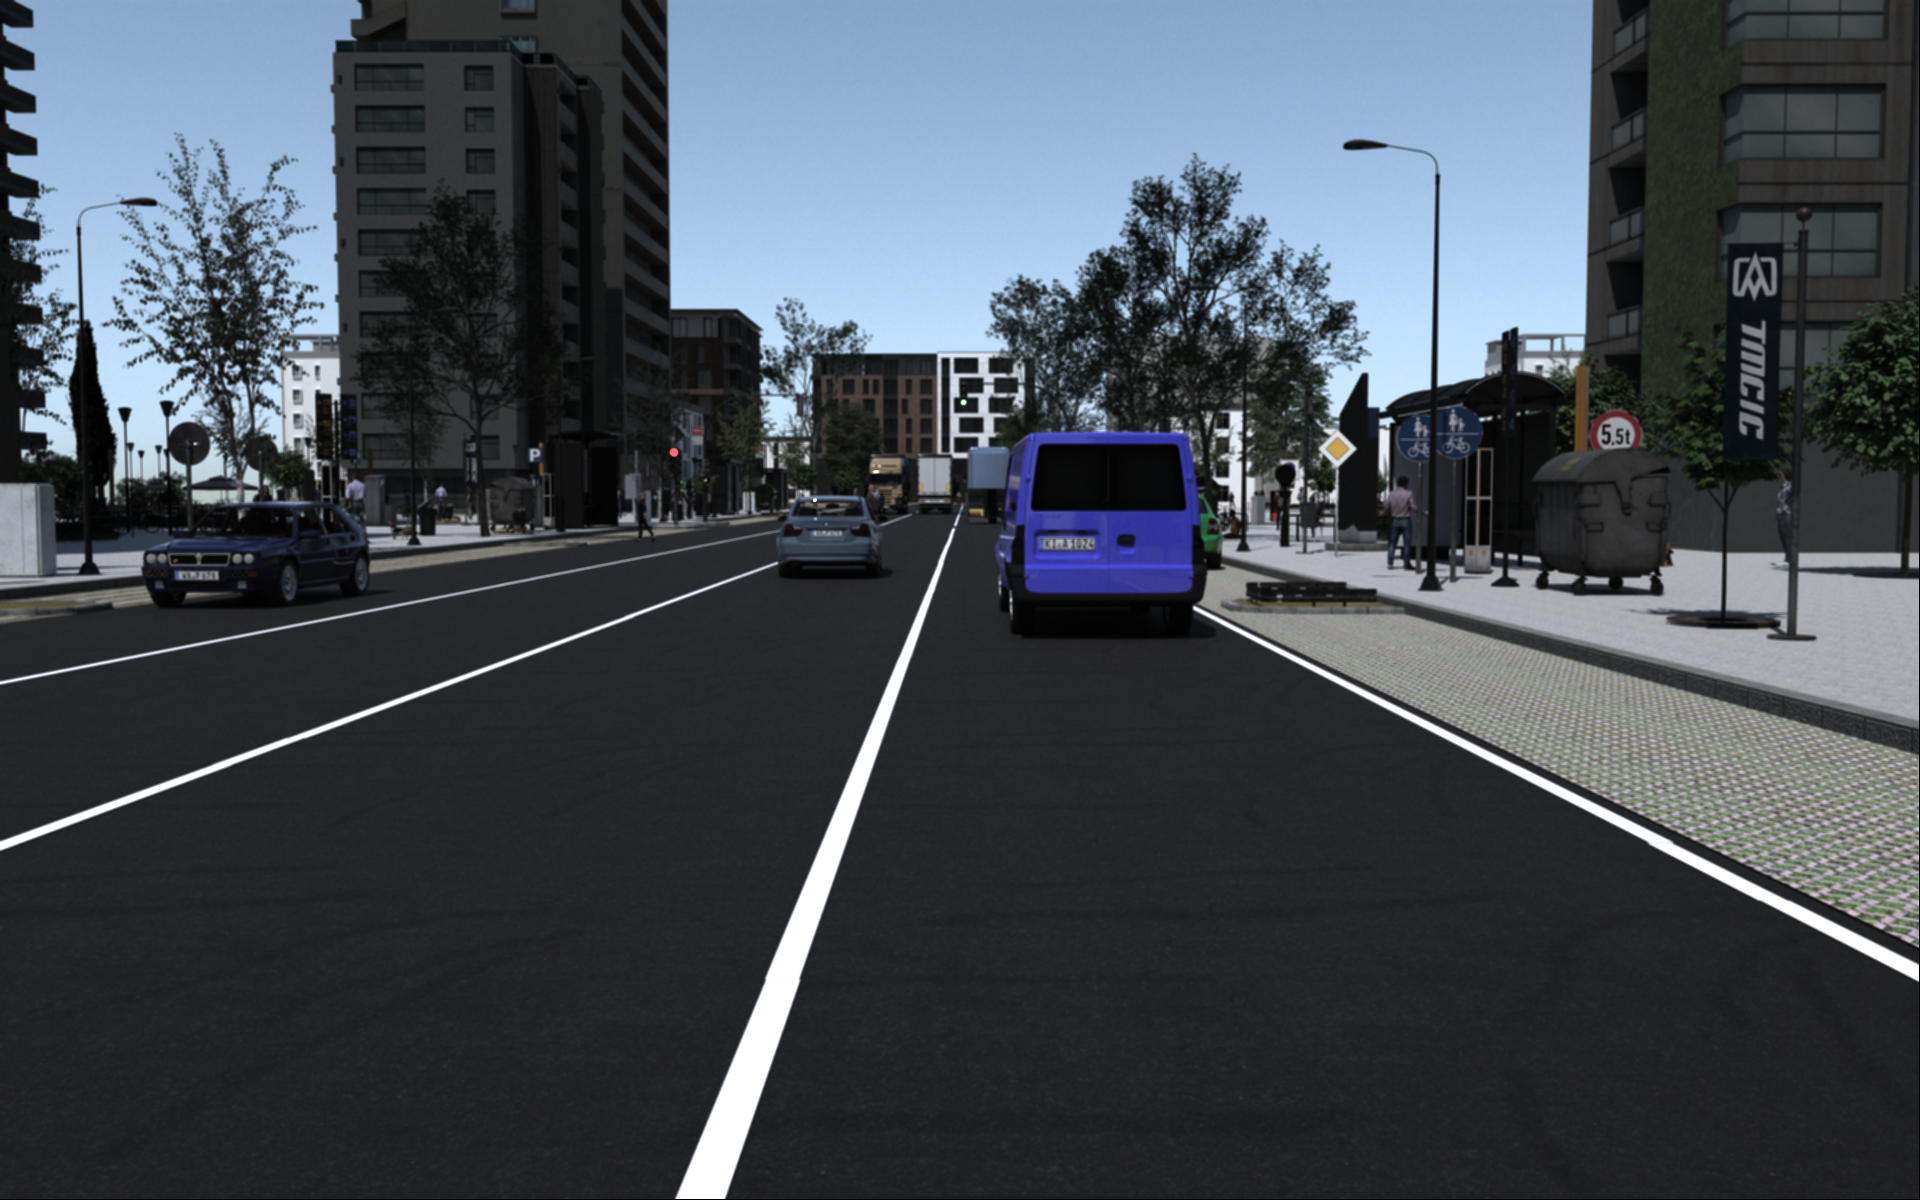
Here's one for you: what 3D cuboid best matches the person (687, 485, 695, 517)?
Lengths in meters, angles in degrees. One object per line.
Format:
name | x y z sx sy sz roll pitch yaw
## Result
person | -14.956 -5.499 96.397 0.683 1.767 0.568 3 4 37

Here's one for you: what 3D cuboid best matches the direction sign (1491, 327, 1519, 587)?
direction sign | 7.585 -1.957 23.994 0.379 3.537 0.876 0 4 6

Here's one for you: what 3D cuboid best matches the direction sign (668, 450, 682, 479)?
direction sign | -14.801 -5.994 90.005 0.876 3.537 0.379 2 4 25

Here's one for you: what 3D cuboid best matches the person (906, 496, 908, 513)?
person | -4.281 -7.554 134.467 0.523 1.526 0.387 0 4 -7

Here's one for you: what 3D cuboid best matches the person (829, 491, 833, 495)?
person | -16.210 -12.925 218.282 0.541 1.710 0.530 2 4 35

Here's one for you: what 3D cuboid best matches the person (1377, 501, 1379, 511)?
person | 14.111 -3.094 59.000 0.546 1.535 0.453 3 4 38

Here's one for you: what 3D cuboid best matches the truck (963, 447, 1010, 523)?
truck | 1.614 -6.294 92.670 2.967 4.110 18.799 0 4 0

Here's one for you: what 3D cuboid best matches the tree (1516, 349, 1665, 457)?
tree | 14.281 -3.417 39.578 4.285 4.588 4.351 0 3 0

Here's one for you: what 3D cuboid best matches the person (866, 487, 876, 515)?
person | -4.020 -4.249 78.517 0.434 1.755 0.990 -2 4 -23

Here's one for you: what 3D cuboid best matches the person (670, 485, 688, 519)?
person | -14.200 -4.954 87.600 0.990 1.755 0.434 -1 4 -21

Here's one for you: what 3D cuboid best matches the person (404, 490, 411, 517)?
person | -30.649 -5.377 96.327 0.453 1.535 0.546 1 4 18

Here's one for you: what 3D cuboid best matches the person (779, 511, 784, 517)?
person | -9.403 -4.417 91.194 0.357 0.543 0.381 0 4 -5

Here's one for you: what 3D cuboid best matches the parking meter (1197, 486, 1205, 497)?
parking meter | 7.806 -2.917 56.108 0.372 1.533 0.369 0 3 0

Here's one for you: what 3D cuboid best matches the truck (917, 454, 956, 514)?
truck | -1.768 -8.466 127.338 2.839 4.237 11.283 0 4 0

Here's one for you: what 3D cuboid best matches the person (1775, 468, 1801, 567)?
person | 14.672 -1.464 30.697 0.376 1.734 0.841 2 4 24

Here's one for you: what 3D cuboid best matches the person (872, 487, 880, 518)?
person | -5.219 -5.881 104.519 0.709 1.838 0.599 2 4 33

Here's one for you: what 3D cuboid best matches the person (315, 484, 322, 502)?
person | -30.054 -4.568 81.459 0.841 1.734 0.376 -2 4 -26

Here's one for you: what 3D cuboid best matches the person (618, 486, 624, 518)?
person | -17.966 -5.136 90.837 0.655 1.722 0.431 2 4 28

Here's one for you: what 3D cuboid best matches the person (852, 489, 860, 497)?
person | -6.138 -5.621 100.957 0.434 1.755 0.990 3 5 41

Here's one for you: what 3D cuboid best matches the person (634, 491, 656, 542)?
person | -9.480 -2.506 52.020 0.613 1.512 0.480 -2 4 -31

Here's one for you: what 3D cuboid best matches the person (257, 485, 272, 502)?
person | -17.545 -2.144 43.639 0.613 1.512 0.480 2 4 26

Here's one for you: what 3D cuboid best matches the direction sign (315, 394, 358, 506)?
direction sign | -14.119 -2.892 39.288 0.876 3.537 0.379 -1 4 -22

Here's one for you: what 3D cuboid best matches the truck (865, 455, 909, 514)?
truck | -5.153 -8.381 125.942 2.839 4.237 11.283 0 4 1

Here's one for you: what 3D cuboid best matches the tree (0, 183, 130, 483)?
tree | -21.324 -5.379 38.307 4.360 8.622 3.978 0 3 0

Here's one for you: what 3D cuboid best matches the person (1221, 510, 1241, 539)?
person | 7.835 -2.183 50.018 0.655 0.850 0.859 -1 4 -21

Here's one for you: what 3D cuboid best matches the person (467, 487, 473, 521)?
person | -23.783 -4.747 83.792 0.434 1.807 0.598 0 4 6

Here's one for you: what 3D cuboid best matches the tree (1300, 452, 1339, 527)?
tree | 14.355 -4.509 68.322 1.663 3.219 1.824 0 3 0

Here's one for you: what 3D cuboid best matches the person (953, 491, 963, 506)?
person | -0.158 -11.859 203.125 1.217 1.736 0.721 0 4 3

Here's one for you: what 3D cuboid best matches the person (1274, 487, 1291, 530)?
person | 11.431 -3.348 61.305 0.617 1.759 0.750 0 4 3

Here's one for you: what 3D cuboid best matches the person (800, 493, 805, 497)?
person | -20.289 -13.062 222.800 0.628 1.438 0.799 2 4 32

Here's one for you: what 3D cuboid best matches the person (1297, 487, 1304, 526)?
person | 13.866 -3.809 70.388 0.319 1.574 0.516 3 4 36

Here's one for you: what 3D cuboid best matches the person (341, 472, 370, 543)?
person | -15.686 -2.383 44.878 0.709 1.838 0.599 -3 5 -41

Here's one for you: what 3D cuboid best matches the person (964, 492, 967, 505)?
person | 0.764 -13.406 228.615 0.541 1.710 0.530 1 4 18

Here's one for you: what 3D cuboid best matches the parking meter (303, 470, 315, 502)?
parking meter | -15.752 -2.216 41.940 0.255 1.863 0.399 -1 4 -20

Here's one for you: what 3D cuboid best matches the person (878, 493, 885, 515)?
person | -5.317 -6.467 116.612 0.453 1.535 0.546 -3 4 -37

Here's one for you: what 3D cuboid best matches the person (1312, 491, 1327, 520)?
person | 17.803 -4.819 85.558 0.841 1.734 0.376 -1 4 -13

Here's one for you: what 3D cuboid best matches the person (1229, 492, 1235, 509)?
person | 23.529 -8.626 149.779 0.574 1.496 0.600 0 4 5

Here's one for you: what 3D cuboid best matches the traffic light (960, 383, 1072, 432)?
traffic light | 2.366 -5.871 70.657 4.771 5.953 1.251 0 4 0

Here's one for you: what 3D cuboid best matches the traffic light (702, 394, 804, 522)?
traffic light | -9.498 -6.372 78.851 4.771 5.953 1.251 0 4 0

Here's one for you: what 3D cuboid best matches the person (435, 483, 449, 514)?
person | -25.744 -4.915 86.268 0.709 1.838 0.599 1 4 15

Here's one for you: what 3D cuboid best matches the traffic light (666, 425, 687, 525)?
traffic light | -11.623 -5.010 70.840 0.839 4.253 0.868 0 4 0

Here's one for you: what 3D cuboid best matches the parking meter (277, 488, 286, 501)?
parking meter | -30.744 -4.287 78.510 0.372 1.533 0.369 0 3 0

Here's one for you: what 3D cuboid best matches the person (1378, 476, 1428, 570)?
person | 7.532 -1.313 29.475 0.963 1.587 0.435 2 4 31

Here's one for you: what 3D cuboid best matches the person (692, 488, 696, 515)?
person | -16.294 -6.023 105.244 0.841 1.734 0.376 -3 5 -41

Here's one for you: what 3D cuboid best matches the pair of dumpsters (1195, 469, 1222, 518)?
pair of dumpsters | 9.473 -4.104 69.596 1.574 2.255 4.437 0 4 0
